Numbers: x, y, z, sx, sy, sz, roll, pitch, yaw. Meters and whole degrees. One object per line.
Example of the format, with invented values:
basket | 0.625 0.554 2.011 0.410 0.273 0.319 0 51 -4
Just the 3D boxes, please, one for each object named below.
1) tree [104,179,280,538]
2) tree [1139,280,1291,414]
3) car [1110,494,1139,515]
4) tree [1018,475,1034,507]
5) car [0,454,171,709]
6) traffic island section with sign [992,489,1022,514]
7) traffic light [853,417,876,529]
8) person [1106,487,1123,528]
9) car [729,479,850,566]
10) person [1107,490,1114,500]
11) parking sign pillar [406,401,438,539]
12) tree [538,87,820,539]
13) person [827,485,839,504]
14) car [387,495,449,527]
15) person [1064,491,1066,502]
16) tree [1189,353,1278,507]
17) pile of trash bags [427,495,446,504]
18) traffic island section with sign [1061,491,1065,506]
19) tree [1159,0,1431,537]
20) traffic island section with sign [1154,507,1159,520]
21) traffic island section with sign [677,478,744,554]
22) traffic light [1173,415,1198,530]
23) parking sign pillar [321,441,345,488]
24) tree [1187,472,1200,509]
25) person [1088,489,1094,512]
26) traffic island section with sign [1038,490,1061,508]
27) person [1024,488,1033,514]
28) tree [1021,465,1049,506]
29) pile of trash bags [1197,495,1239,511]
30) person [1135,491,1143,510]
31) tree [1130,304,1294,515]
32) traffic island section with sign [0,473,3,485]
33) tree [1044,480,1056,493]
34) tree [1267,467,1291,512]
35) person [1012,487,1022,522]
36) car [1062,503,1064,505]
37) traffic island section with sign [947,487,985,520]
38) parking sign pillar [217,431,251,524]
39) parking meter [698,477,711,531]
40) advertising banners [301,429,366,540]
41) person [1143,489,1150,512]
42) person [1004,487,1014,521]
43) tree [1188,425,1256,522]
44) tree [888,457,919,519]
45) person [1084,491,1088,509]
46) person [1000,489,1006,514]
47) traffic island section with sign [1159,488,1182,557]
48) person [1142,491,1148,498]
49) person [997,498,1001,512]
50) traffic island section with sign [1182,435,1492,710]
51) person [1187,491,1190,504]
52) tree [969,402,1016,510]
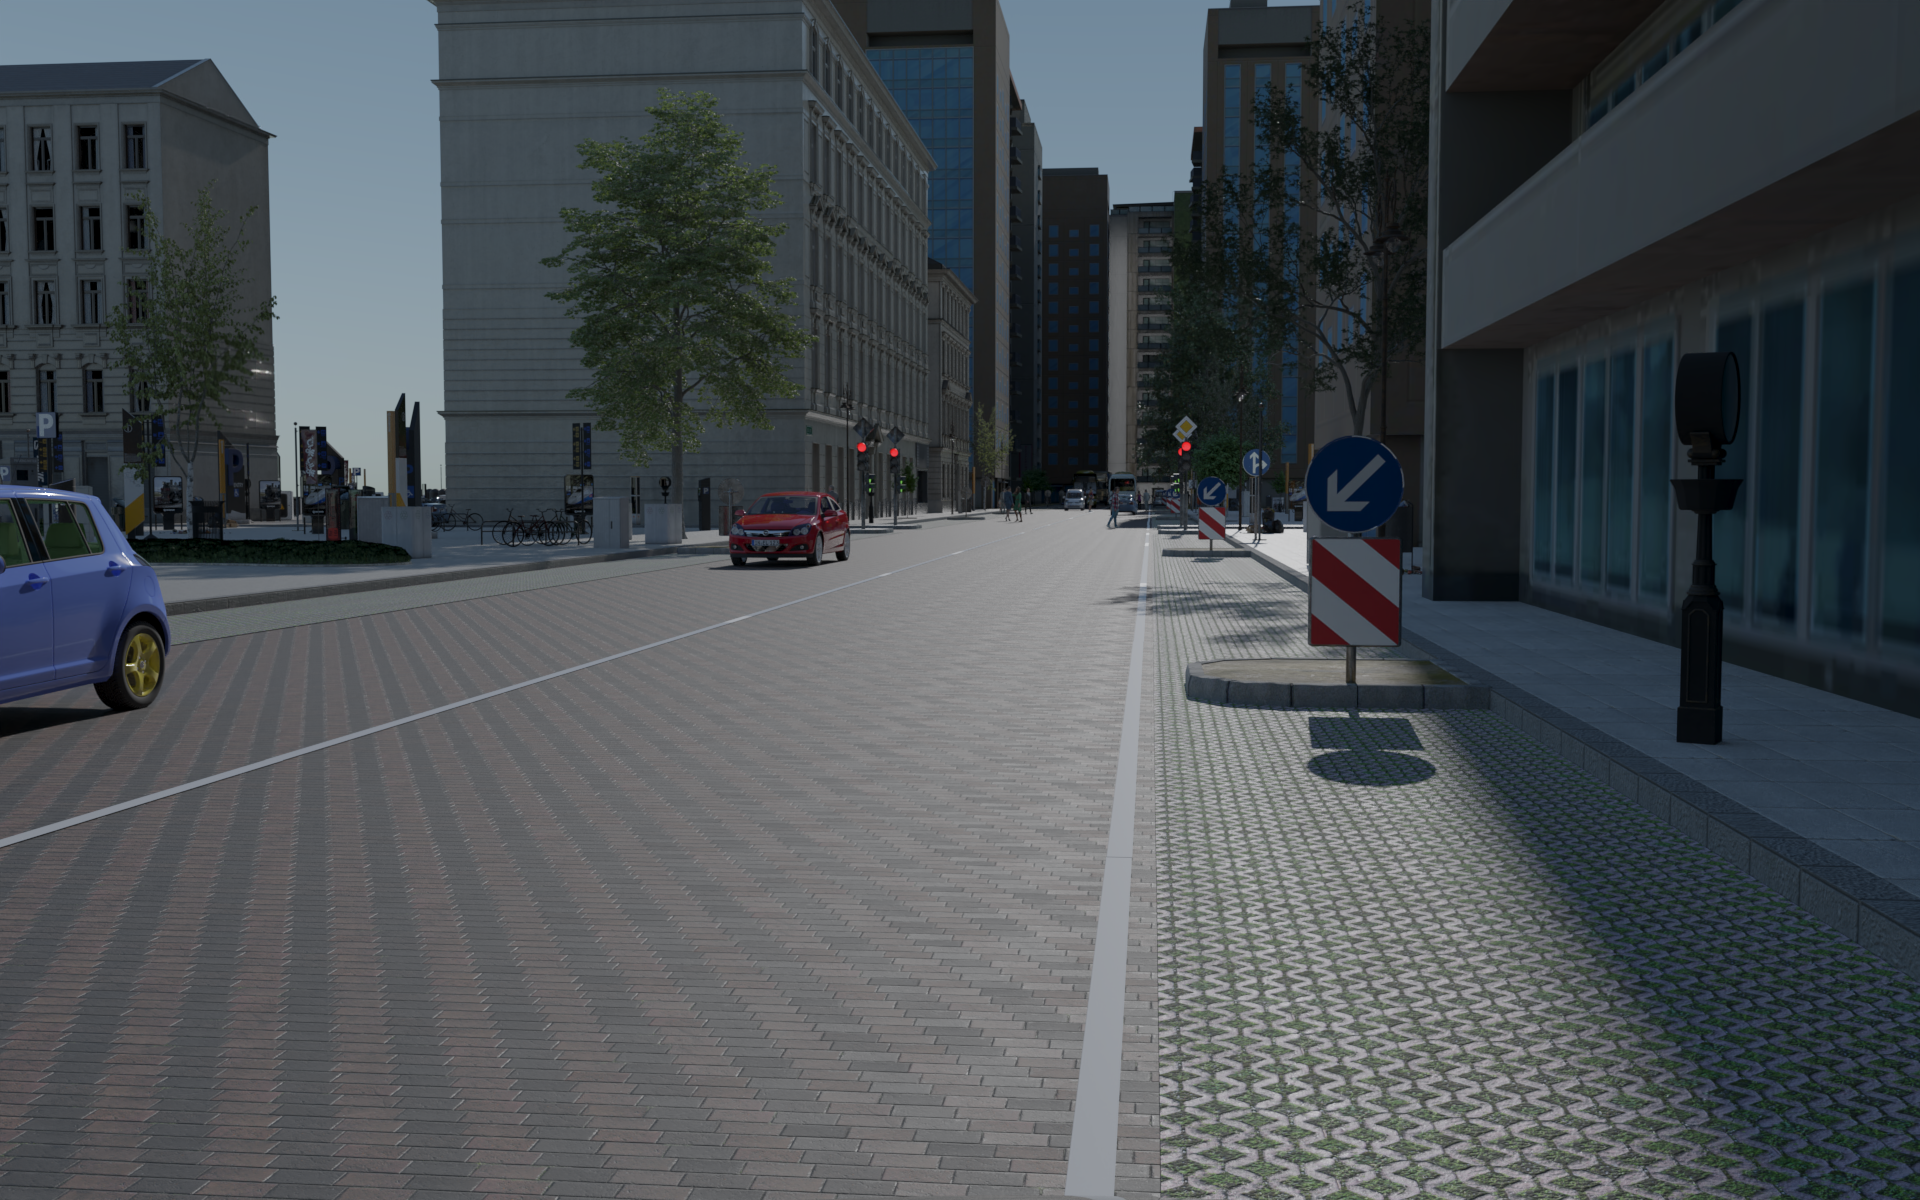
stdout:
tree | -18.271 -5.540 40.943 4.737 8.622 4.395 0 3 0
tree | 20.914 -17.460 141.361 12.611 20.169 13.585 0 3 0
car | 11.211 -6.503 118.330 2.014 1.417 4.499 0 4 8
tree | 6.753 -11.128 176.541 1.663 3.219 1.824 0 3 0
car | -6.373 -0.045 10.330 1.945 1.707 3.694 0 4 4
traffic island section with sign | 3.363 -6.999 123.062 1.989 1.847 2.006 0 4 6
traffic light | -3.520 -4.549 63.292 0.839 4.253 0.868 0 4 6
person | 6.514 -3.889 72.930 0.643 1.720 0.563 1 4 17
car | -3.491 -1.644 35.919 2.155 1.783 4.494 0 4 8
person | 13.759 -8.995 155.559 0.705 1.826 1.348 -3 4 -37
parking sign pillar | -15.802 -3.752 49.815 1.447 3.967 1.447 -1 4 -10
tree | -7.832 -7.982 48.629 7.486 12.596 7.792 0 3 0
person | -4.987 -3.532 66.643 0.834 1.777 0.661 3 4 36
car | -23.088 -3.570 70.367 4.499 1.417 2.014 1 4 8
person | 12.663 -12.231 208.488 1.348 1.823 0.705 3 4 39
tree | 14.132 -8.580 90.653 4.360 8.622 3.978 0 3 0
pile of trash bags | -34.135 -6.412 114.586 1.912 1.369 3.447 1 4 13
traffic island section with sign | 11.761 -11.660 199.273 1.989 1.847 2.006 0 4 6
tree | 7.473 -6.044 33.236 8.767 10.594 7.601 2 4 32
traffic island section with sign | 11.752 -5.285 95.035 1.989 1.847 2.006 0 4 6
traffic island section with sign | -5.606 -2.029 41.809 1.989 1.847 2.006 0 4 6
traffic light | 8.073 -4.472 62.033 0.839 4.253 0.868 0 4 6
parking sign pillar | -31.675 -6.056 87.487 1.447 3.967 1.447 2 4 32
tree | 20.543 -9.553 150.799 1.663 3.219 1.824 0 3 0
person | 10.549 -8.020 139.597 0.573 1.828 0.580 -1 4 -16
traffic island section with sign | 8.806 -10.022 172.479 1.989 1.847 2.006 0 4 6
person | 4.858 -6.985 122.478 0.659 1.850 0.755 -2 4 -33
tree | 8.347 -12.791 192.854 4.285 4.588 4.351 0 3 0
pile of trash bags | 19.643 -7.447 131.516 3.447 1.369 1.912 1 4 17
person | 15.893 -8.799 153.046 1.217 1.739 0.721 -2 4 -32
tree | 14.899 -11.450 104.209 9.611 12.733 9.660 0 3 0
traffic island section with sign | -8.636 -0.352 14.383 1.989 1.847 2.006 0 4 6
tree | 11.245 -13.963 222.896 1.663 3.219 1.824 0 3 0
tree | 22.952 -7.886 123.531 1.663 3.219 1.824 0 3 0
person | 2.970 -4.849 88.029 0.529 1.795 0.600 -2 4 -26
car | 13.652 -12.779 218.533 1.945 1.707 3.694 0 4 5
traffic island section with sign | 0.366 -5.347 96.046 1.989 1.847 2.006 0 4 6
parking sign pillar | -31.166 -5.238 74.114 1.447 3.967 1.447 1 4 10
parking meter | -8.970 -3.366 60.741 0.399 1.863 0.255 -2 4 -31
advertising banners | -16.836 -3.079 46.533 2.074 3.025 0.090 1 4 20
person | 15.214 -8.122 141.386 0.635 1.810 0.391 -2 4 -35
person | 2.533 -5.095 91.834 0.581 1.822 0.654 3 5 44
tree | 12.442 -5.975 81.413 4.285 4.588 4.351 0 3 0
tree | -2.735 -5.870 90.574 1.663 3.219 1.824 0 3 0
person | 12.104 -9.823 169.644 0.750 1.759 0.617 -1 4 -9
person | 3.000 -6.872 120.960 0.391 1.810 0.635 -2 4 -29
traffic island section with sign | 5.672 -1.916 39.952 1.989 1.847 2.006 0 4 6
person | 23.139 -12.628 214.972 1.348 1.824 0.705 -3 5 -41
person | 2.866 -6.854 125.584 0.382 1.210 0.505 -3 5 -44
traffic island section with sign | 2.641 -0.236 12.480 1.989 1.847 2.006 0 4 6
person | 29.667 -13.302 225.624 0.705 1.869 1.348 3 5 43
tree | 2.223 -11.531 138.897 4.360 8.622 3.978 0 3 0
